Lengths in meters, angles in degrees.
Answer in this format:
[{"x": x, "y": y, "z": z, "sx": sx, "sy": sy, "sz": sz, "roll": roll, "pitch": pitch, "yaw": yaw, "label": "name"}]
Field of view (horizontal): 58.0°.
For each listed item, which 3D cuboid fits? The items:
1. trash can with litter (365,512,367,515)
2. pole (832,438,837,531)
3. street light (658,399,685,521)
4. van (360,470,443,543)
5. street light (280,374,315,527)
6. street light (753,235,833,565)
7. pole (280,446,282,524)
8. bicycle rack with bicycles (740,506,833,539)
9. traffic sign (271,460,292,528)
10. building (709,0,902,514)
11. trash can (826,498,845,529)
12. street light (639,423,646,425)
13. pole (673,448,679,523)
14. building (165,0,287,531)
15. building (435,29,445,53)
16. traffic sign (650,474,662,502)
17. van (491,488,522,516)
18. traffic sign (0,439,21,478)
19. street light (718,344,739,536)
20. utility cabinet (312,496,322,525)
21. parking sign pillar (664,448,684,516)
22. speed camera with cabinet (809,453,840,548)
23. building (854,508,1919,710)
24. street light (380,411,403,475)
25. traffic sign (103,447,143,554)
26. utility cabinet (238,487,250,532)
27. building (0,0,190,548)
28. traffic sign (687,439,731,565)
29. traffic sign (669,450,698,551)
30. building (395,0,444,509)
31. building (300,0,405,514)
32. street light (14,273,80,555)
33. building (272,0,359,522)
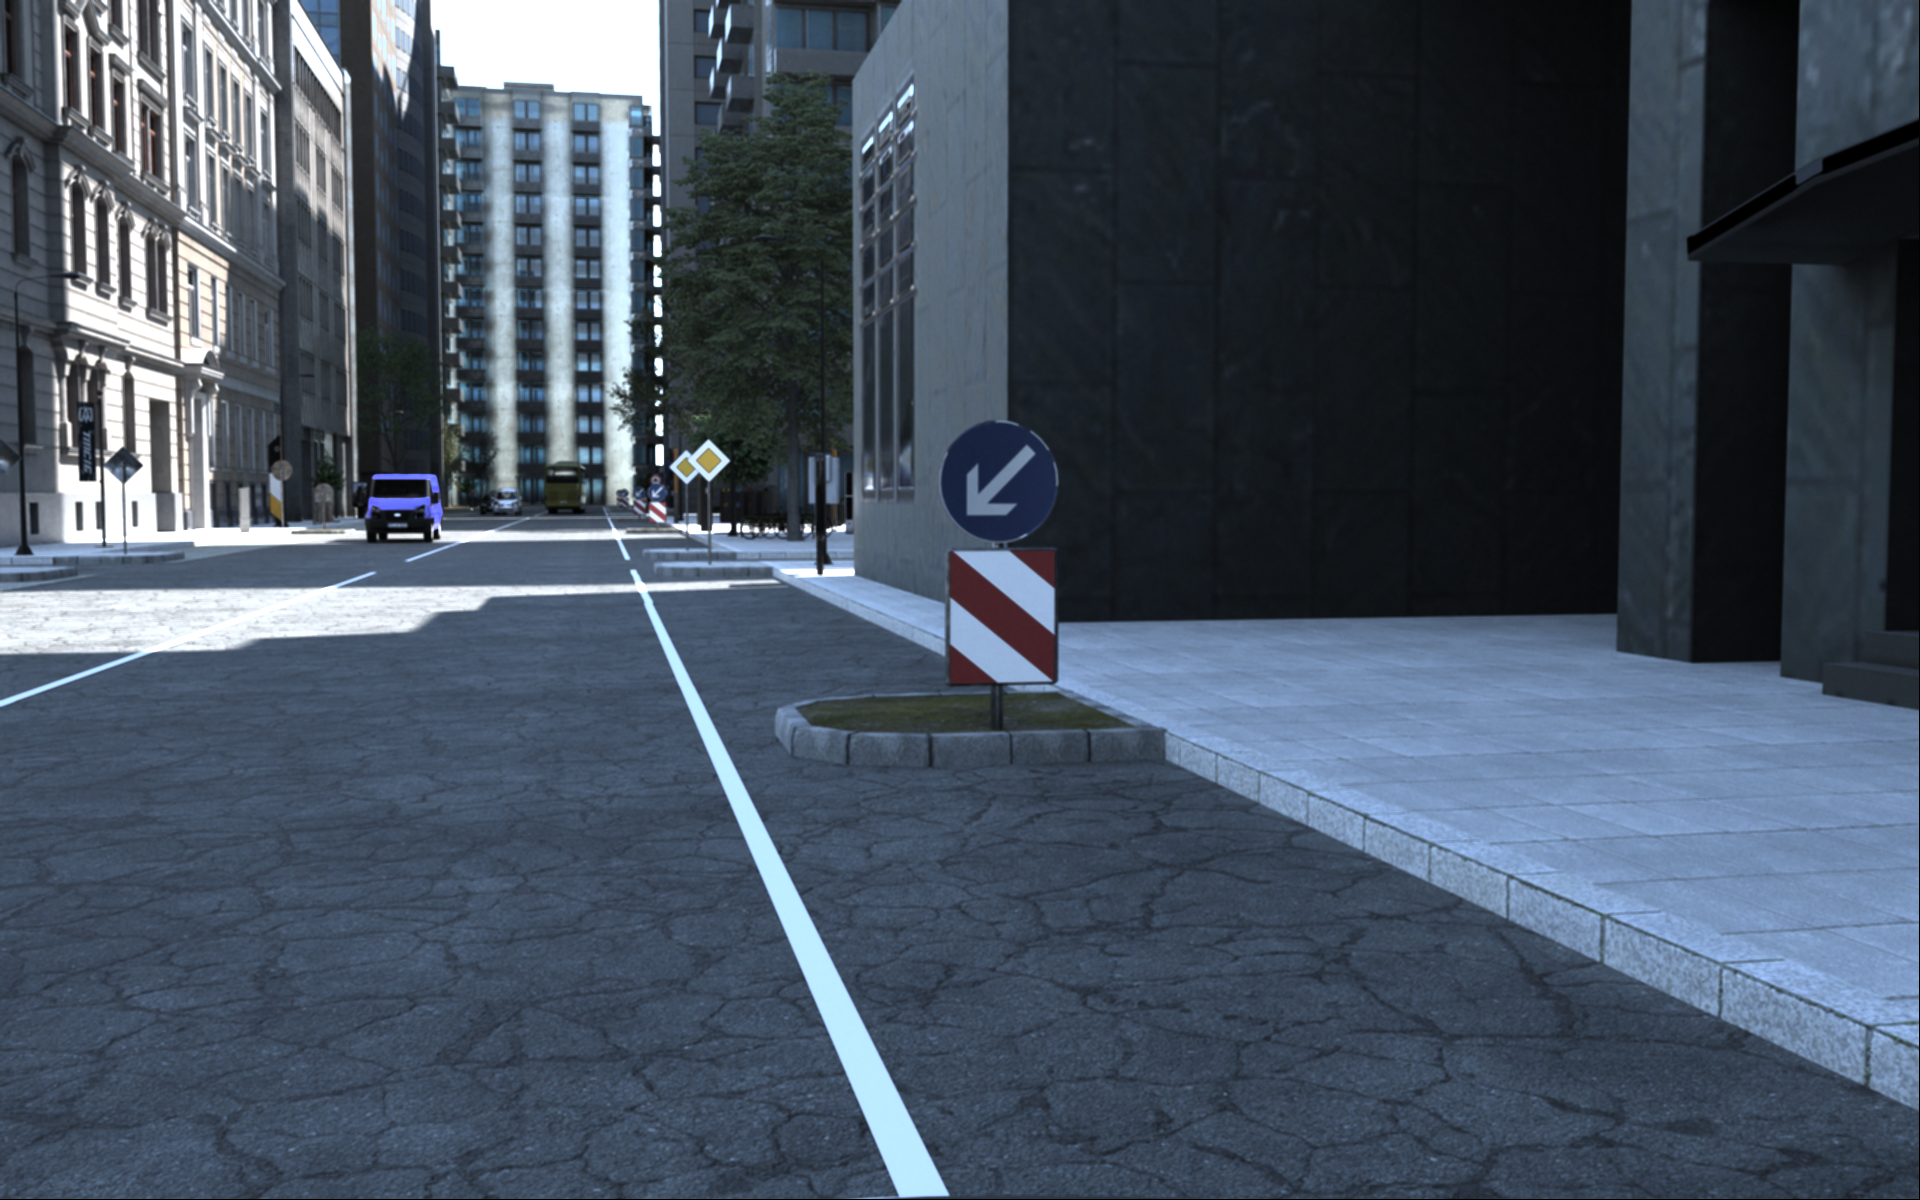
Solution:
[{"x": -37.001, "y": -5.802, "z": 105.922, "sx": 2.233, "sy": 1.210, "sz": 1.678, "roll": 2, "pitch": 4, "yaw": 31, "label": "trash can with litter"}, {"x": -4.351, "y": -4.039, "z": 59.878, "sx": 0.158, "sy": 3.312, "sz": 0.155, "roll": 0, "pitch": 3, "yaw": 0, "label": "pole"}, {"x": -13.903, "y": -6.738, "z": 82.714, "sx": 1.470, "sy": 5.913, "sz": 1.316, "roll": -1, "pitch": 4, "yaw": -12, "label": "street light"}, {"x": -17.001, "y": -2.974, "z": 53.015, "sx": 2.240, "sy": 2.365, "sz": 5.245, "roll": -1, "pitch": 4, "yaw": -13, "label": "van"}, {"x": -25.600, "y": -5.773, "z": 66.931, "sx": 1.470, "sy": 5.913, "sz": 1.316, "roll": -1, "pitch": 4, "yaw": -12, "label": "street light"}, {"x": -3.023, "y": -3.597, "z": 31.350, "sx": 1.470, "sy": 5.913, "sz": 1.316, "roll": -1, "pitch": 4, "yaw": -12, "label": "street light"}, {"x": -28.767, "y": -4.865, "z": 73.385, "sx": 0.158, "sy": 3.312, "sz": 0.155, "roll": 0, "pitch": 3, "yaw": 0, "label": "pole"}, {"x": -5.139, "y": -2.264, "z": 50.407, "sx": 2.925, "sy": 0.926, "sz": 2.852, "roll": -1, "pitch": 4, "yaw": -17, "label": "bicycle rack with bicycles"}, {"x": -25.403, "y": -3.963, "z": 64.904, "sx": 0.768, "sy": 2.556, "sz": 0.104, "roll": 0, "pitch": 4, "yaw": -4, "label": "traffic sign"}, {"x": -2.191, "y": -29.146, "z": 96.141, "sx": 23.786, "sy": 49.044, "sz": 30.456, "roll": -1, "pitch": 4, "yaw": -12, "label": "building"}, {"x": -4.899, "y": -3.476, "z": 68.485, "sx": 0.748, "sy": 1.137, "sz": 0.748, "roll": 0, "pitch": 3, "yaw": 0, "label": "trash can"}, {"x": -20.230, "y": -8.595, "z": 113.063, "sx": 1.470, "sy": 5.913, "sz": 1.316, "roll": -1, "pitch": 4, "yaw": -12, "label": "street light"}, {"x": -12.561, "y": -5.061, "z": 76.594, "sx": 0.158, "sy": 3.312, "sz": 0.155, "roll": 0, "pitch": 3, "yaw": 0, "label": "pole"}, {"x": -34.964, "y": -17.232, "z": 67.650, "sx": 13.634, "sy": 28.700, "sz": 20.117, "roll": -1, "pitch": 4, "yaw": -12, "label": "building"}, {"x": -64.226, "y": -33.487, "z": 167.123, "sx": 30.456, "sy": 49.044, "sz": 23.786, "roll": -1, "pitch": 4, "yaw": -12, "label": "building"}, {"x": -19.636, "y": -6.830, "z": 111.775, "sx": 0.768, "sy": 2.556, "sz": 0.104, "roll": 0, "pitch": 4, "yaw": -8, "label": "traffic sign"}, {"x": -30.441, "y": -6.697, "z": 116.501, "sx": 2.013, "sy": 2.044, "sz": 4.112, "roll": -1, "pitch": 4, "yaw": -11, "label": "van"}, {"x": -16.153, "y": -1.553, "z": 29.041, "sx": 0.795, "sy": 2.450, "sz": 0.064, "roll": -1, "pitch": 4, "yaw": -12, "label": "traffic sign"}, {"x": -7.434, "y": -4.881, "z": 52.352, "sx": 1.470, "sy": 5.913, "sz": 1.316, "roll": -1, "pitch": 4, "yaw": -12, "label": "street light"}, {"x": -26.839, "y": -3.739, "z": 72.296, "sx": 0.306, "sy": 1.237, "sz": 1.020, "roll": -2, "pitch": 4, "yaw": -26, "label": "utility cabinet"}, {"x": -16.923, "y": -6.903, "z": 101.339, "sx": 1.447, "sy": 3.967, "sz": 1.447, "roll": -1, "pitch": 4, "yaw": -22, "label": "parking sign pillar"}, {"x": -2.523, "y": -2.847, "z": 40.880, "sx": 2.038, "sy": 3.252, "sz": 0.660, "roll": 0, "pitch": 4, "yaw": 3, "label": "speed camera with cabinet"}, {"x": 12.416, "y": -42.768, "z": 11.930, "sx": 22.319, "sy": 86.520, "sz": 31.000, "roll": -1, "pitch": 4, "yaw": -12, "label": "building"}, {"x": -31.938, "y": -7.629, "z": 97.277, "sx": 1.470, "sy": 5.913, "sz": 1.316, "roll": -1, "pitch": 4, "yaw": -12, "label": "street light"}, {"x": -17.790, "y": -2.031, "z": 36.857, "sx": 0.795, "sy": 2.450, "sz": 0.064, "roll": -1, "pitch": 4, "yaw": -12, "label": "traffic sign"}, {"x": -23.838, "y": -2.996, "z": 57.660, "sx": 0.318, "sy": 1.500, "sz": 1.173, "roll": -2, "pitch": 4, "yaw": -25, "label": "utility cabinet"}, {"x": -30.330, "y": -15.826, "z": 46.147, "sx": 14.401, "sy": 28.519, "sz": 23.554, "roll": -1, "pitch": 4, "yaw": -12, "label": "building"}, {"x": -4.555, "y": -1.700, "z": 31.440, "sx": 0.795, "sy": 2.450, "sz": 0.064, "roll": -1, "pitch": 4, "yaw": -12, "label": "traffic sign"}, {"x": -6.192, "y": -2.178, "z": 39.256, "sx": 0.795, "sy": 2.450, "sz": 0.064, "roll": -1, "pitch": 4, "yaw": -12, "label": "traffic sign"}, {"x": -52.667, "y": -36.226, "z": 134.288, "sx": 21.231, "sy": 58.520, "sz": 28.212, "roll": -1, "pitch": 4, "yaw": -12, "label": "building"}, {"x": -45.112, "y": -28.407, "z": 114.566, "sx": 14.600, "sy": 45.320, "sz": 14.200, "roll": -1, "pitch": 4, "yaw": -12, "label": "building"}, {"x": -19.169, "y": -3.905, "z": 36.386, "sx": 1.470, "sy": 5.913, "sz": 1.316, "roll": -1, "pitch": 4, "yaw": -12, "label": "street light"}, {"x": -38.245, "y": -16.484, "z": 87.531, "sx": 12.078, "sy": 24.808, "sz": 19.932, "roll": -1, "pitch": 4, "yaw": -12, "label": "building"}]
